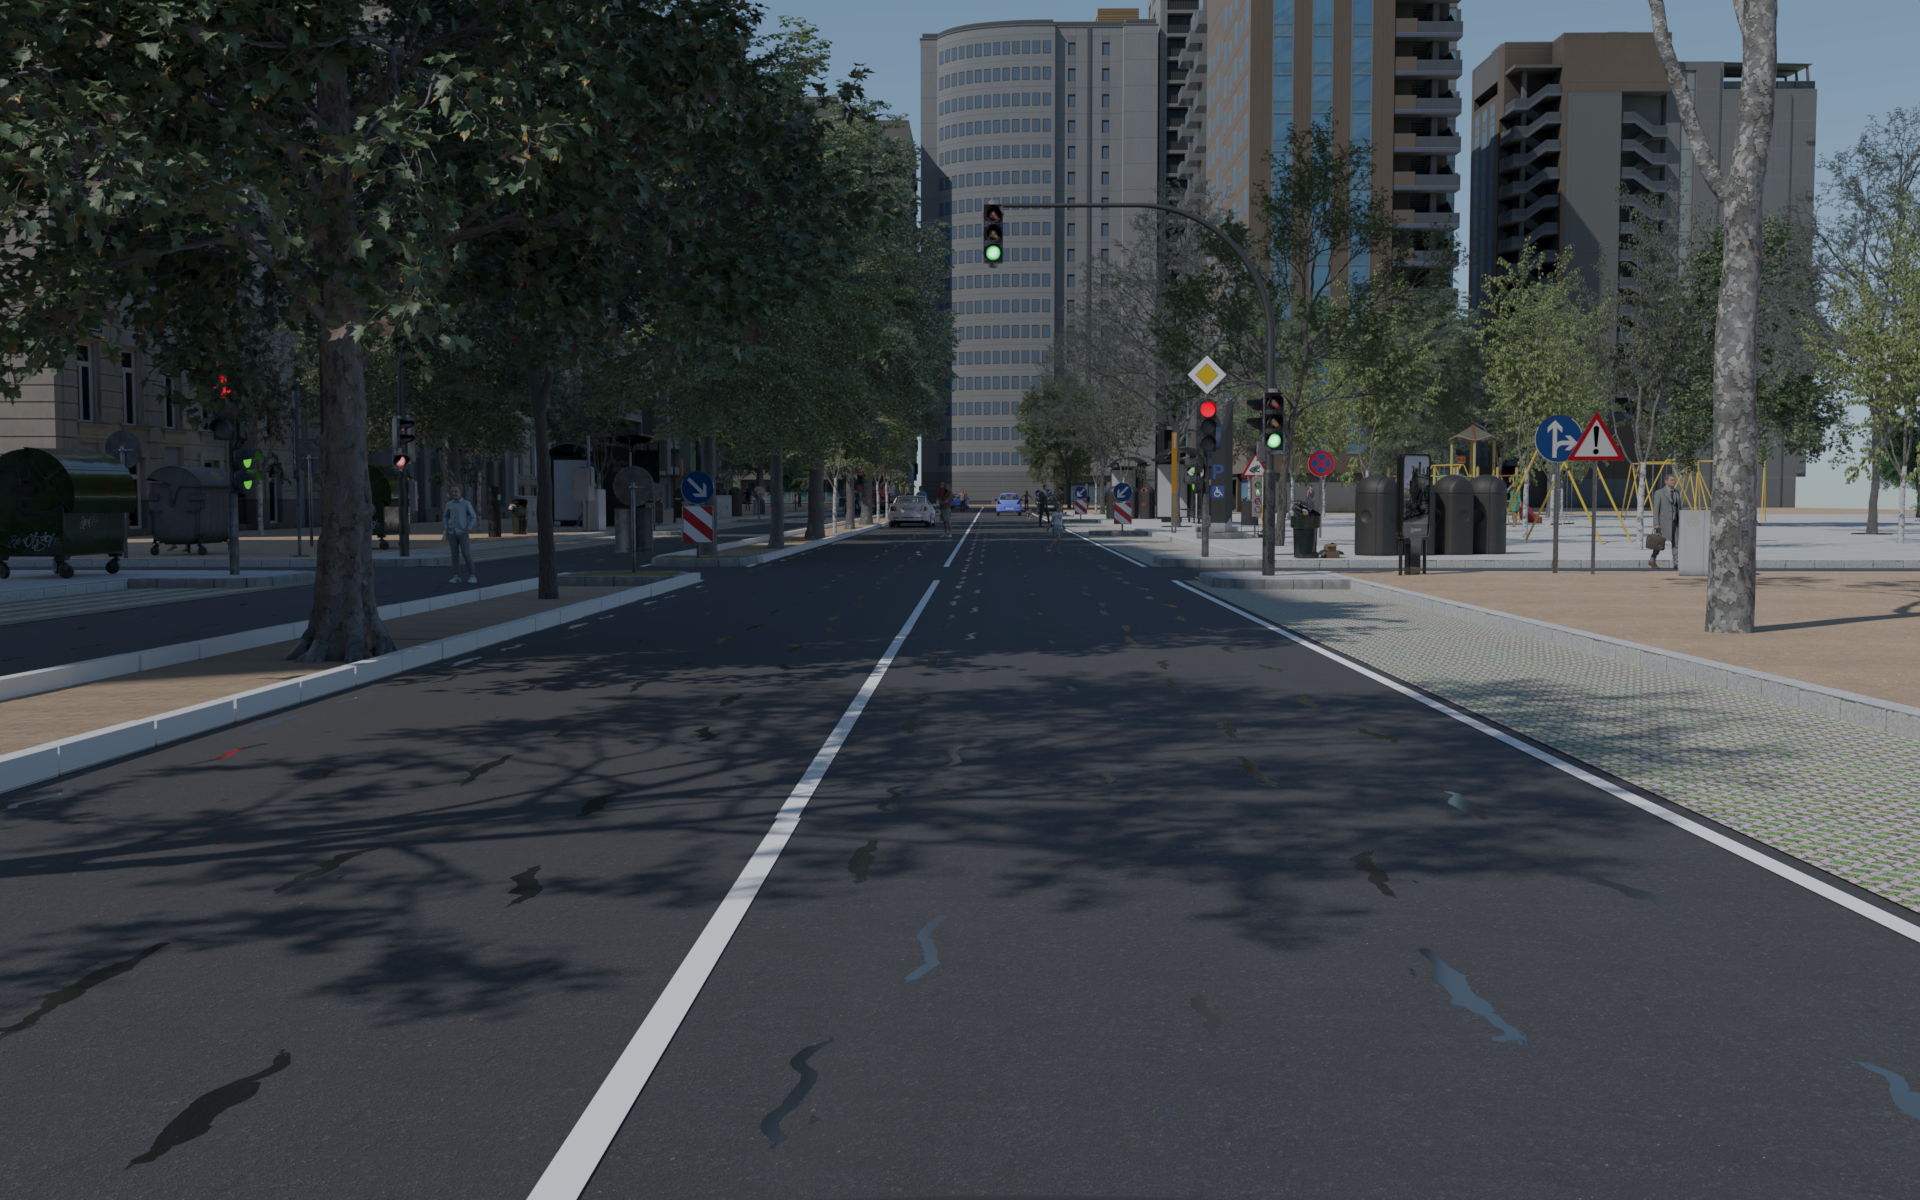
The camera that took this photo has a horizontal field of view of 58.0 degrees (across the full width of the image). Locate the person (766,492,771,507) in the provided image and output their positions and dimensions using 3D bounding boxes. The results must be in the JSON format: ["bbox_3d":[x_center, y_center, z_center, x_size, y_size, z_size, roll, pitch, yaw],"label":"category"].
[{"bbox_3d":[-18.897,-10.289,174.224,1.348,1.831,0.705,-2,4,-30],"label":"person"}]

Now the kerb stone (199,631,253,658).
[{"bbox_3d":[-6.617,0.413,15.472,0.120,0.150,1.000,0,4,1],"label":"kerb stone"}]

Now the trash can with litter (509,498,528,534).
[{"bbox_3d":[-14.052,-2.664,54.944,0.624,1.170,1.055,-1,4,-22],"label":"trash can with litter"}]

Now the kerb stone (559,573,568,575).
[{"bbox_3d":[-6.404,-0.342,27.788,0.120,0.150,1.000,0,4,1],"label":"kerb stone"}]

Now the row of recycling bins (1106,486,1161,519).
[{"bbox_3d":[9.163,-5.001,88.872,3.534,1.692,1.069,2,4,26],"label":"row of recycling bins"}]

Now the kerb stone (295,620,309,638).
[{"bbox_3d":[-6.592,0.289,17.521,0.120,0.150,1.000,0,4,1],"label":"kerb stone"}]

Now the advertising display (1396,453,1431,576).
[{"bbox_3d":[7.208,-1.366,27.540,0.123,1.923,0.974,3,5,40],"label":"advertising display"}]

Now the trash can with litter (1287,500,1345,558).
[{"bbox_3d":[7.117,-1.424,34.670,1.055,1.170,0.624,-1,4,-13],"label":"trash can with litter"}]

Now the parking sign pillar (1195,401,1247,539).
[{"bbox_3d":[7.549,-3.757,49.898,1.447,3.967,1.447,1,4,18],"label":"parking sign pillar"}]

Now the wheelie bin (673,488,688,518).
[{"bbox_3d":[-14.918,-5.180,92.604,0.980,1.594,0.693,2,4,34],"label":"wheelie bin"}]

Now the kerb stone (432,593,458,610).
[{"bbox_3d":[-6.514,0.040,21.631,0.120,0.150,1.000,0,4,1],"label":"kerb stone"}]

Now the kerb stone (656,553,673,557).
[{"bbox_3d":[-6.248,-0.876,36.517,0.120,0.150,1.000,0,4,1],"label":"kerb stone"}]

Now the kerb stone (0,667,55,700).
[{"bbox_3d":[-6.673,0.600,12.393,0.120,0.150,1.000,0,4,1],"label":"kerb stone"}]

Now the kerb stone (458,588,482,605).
[{"bbox_3d":[-6.500,-0.022,22.656,0.120,0.150,1.000,0,4,1],"label":"kerb stone"}]

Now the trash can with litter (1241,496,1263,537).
[{"bbox_3d":[8.337,-2.515,52.172,2.233,1.210,1.678,1,4,11],"label":"trash can with litter"}]

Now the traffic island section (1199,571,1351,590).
[{"bbox_3d":[4.870,-0.306,27.286,2.009,0.180,2.903,0,4,1],"label":"traffic island section"}]

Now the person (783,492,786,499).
[{"bbox_3d":[-14.718,-8.359,142.716,0.705,1.824,1.348,-3,5,-41],"label":"person"}]

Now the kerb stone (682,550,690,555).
[{"bbox_3d":[-6.211,-1.001,38.567,0.120,0.150,1.000,0,4,1],"label":"kerb stone"}]

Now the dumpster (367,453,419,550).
[{"bbox_3d":[-13.690,-2.320,40.422,1.502,2.255,1.985,0,4,1],"label":"dumpster"}]

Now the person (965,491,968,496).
[{"bbox_3d":[0.448,-10.874,186.744,0.683,1.767,0.568,-2,4,-27],"label":"person"}]

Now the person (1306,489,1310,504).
[{"bbox_3d":[22.473,-6.354,111.395,0.415,1.643,0.593,-2,4,-27],"label":"person"}]

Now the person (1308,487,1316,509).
[{"bbox_3d":[20.687,-5.842,101.987,0.576,1.772,0.534,3,4,38],"label":"person"}]

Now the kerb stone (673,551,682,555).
[{"bbox_3d":[-6.224,-0.939,37.545,0.120,0.150,1.000,0,4,1],"label":"kerb stone"}]

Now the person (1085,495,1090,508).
[{"bbox_3d":[12.042,-9.521,164.944,0.697,1.427,0.421,1,4,21],"label":"person"}]

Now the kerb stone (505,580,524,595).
[{"bbox_3d":[-6.459,-0.154,24.717,0.120,0.150,1.000,0,4,1],"label":"kerb stone"}]

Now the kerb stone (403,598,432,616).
[{"bbox_3d":[-6.532,0.101,20.598,0.120,0.150,1.000,0,4,1],"label":"kerb stone"}]

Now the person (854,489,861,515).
[{"bbox_3d":[-6.989,-6.588,116.663,0.683,1.767,0.568,1,4,21],"label":"person"}]

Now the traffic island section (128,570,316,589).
[{"bbox_3d":[-11.569,-0.324,27.585,2.009,0.180,2.903,0,4,1],"label":"traffic island section"}]

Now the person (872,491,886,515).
[{"bbox_3d":[-5.360,-6.380,112.746,1.348,1.831,0.705,-2,4,-28],"label":"person"}]

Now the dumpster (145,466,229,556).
[{"bbox_3d":[-16.292,-1.896,36.762,1.264,1.857,1.865,0,4,1],"label":"dumpster"}]

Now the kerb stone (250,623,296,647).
[{"bbox_3d":[-6.608,0.349,16.494,0.120,0.150,1.000,0,4,1],"label":"kerb stone"}]

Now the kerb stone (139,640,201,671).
[{"bbox_3d":[-6.640,0.475,14.447,0.120,0.150,1.000,0,4,1],"label":"kerb stone"}]

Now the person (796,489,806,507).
[{"bbox_3d":[-15.970,-10.188,172.702,1.350,1.814,0.705,3,4,36],"label":"person"}]

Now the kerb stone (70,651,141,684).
[{"bbox_3d":[-6.669,0.537,13.418,0.120,0.150,1.000,0,4,1],"label":"kerb stone"}]

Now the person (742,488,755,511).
[{"bbox_3d":[-16.052,-7.584,130.857,1.217,1.723,0.721,-1,4,-12],"label":"person"}]

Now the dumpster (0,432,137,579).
[{"bbox_3d":[-14.016,-1.495,26.943,1.502,2.255,1.985,0,4,1],"label":"dumpster"}]

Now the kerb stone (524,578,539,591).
[{"bbox_3d":[-6.440,-0.217,25.739,0.120,0.150,1.000,0,4,1],"label":"kerb stone"}]

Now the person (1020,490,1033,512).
[{"bbox_3d":[5.395,-8.087,141.441,1.217,1.743,0.721,-1,4,-23],"label":"person"}]

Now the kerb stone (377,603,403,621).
[{"bbox_3d":[-6.556,0.160,19.576,0.120,0.150,1.000,0,4,1],"label":"kerb stone"}]

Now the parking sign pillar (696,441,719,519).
[{"bbox_3d":[-13.045,-6.112,88.399,1.447,3.967,1.447,1,4,13],"label":"parking sign pillar"}]

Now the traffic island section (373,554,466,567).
[{"bbox_3d":[-11.425,-0.813,35.569,2.009,0.180,2.903,0,4,1],"label":"traffic island section"}]

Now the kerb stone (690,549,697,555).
[{"bbox_3d":[-6.186,-1.064,39.594,0.120,0.150,1.000,0,4,1],"label":"kerb stone"}]

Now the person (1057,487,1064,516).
[{"bbox_3d":[6.522,-6.345,111.867,0.705,1.869,1.348,-1,4,-9],"label":"person"}]

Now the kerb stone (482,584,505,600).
[{"bbox_3d":[-6.468,-0.089,23.695,0.120,0.150,1.000,0,4,1],"label":"kerb stone"}]

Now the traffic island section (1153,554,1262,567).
[{"bbox_3d":[5.013,-0.794,35.269,2.009,0.180,2.903,0,4,1],"label":"traffic island section"}]

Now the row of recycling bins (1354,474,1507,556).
[{"bbox_3d":[9.996,-1.801,36.559,3.534,1.692,1.069,-1,4,-20],"label":"row of recycling bins"}]

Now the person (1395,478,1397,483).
[{"bbox_3d":[12.962,-2.757,51.298,0.419,1.800,0.721,-1,4,-20],"label":"person"}]

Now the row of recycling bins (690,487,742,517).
[{"bbox_3d":[-14.235,-5.624,99.068,3.534,1.692,1.069,0,4,-6],"label":"row of recycling bins"}]

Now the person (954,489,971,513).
[{"bbox_3d":[0.194,-7.498,131.094,1.348,1.823,0.705,-1,4,-9],"label":"person"}]
